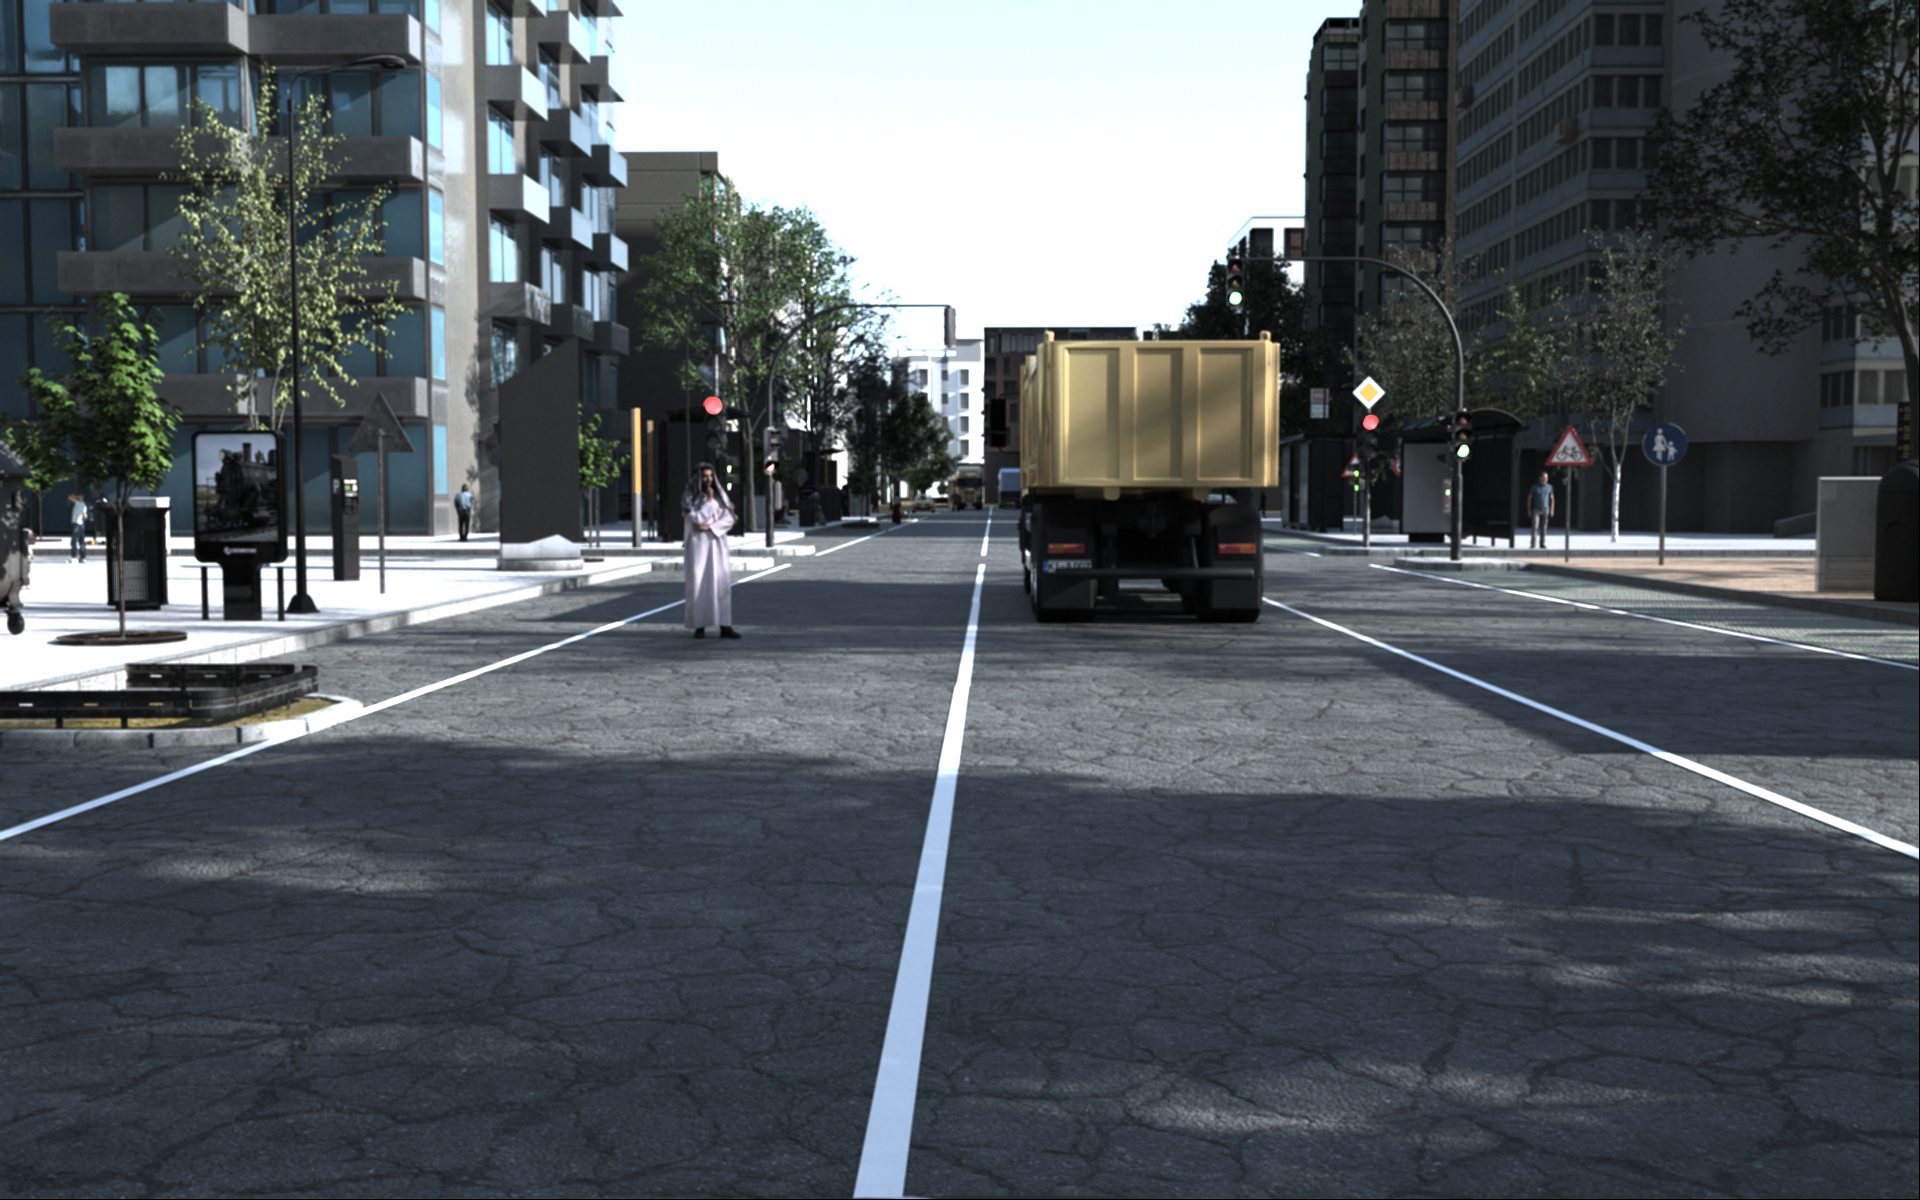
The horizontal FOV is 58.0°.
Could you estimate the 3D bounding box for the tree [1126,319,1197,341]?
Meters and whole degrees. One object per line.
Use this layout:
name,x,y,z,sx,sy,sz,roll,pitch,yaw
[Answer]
tree,12.989,-10.745,101.432,9.928,11.665,9.643,0,3,0

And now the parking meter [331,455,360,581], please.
parking meter,-9.082,-1.217,25.602,0.399,1.863,0.255,3,5,43

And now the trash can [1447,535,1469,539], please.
trash can,14.241,-2.313,49.466,0.748,1.137,0.748,0,3,0

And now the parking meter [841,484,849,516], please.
parking meter,-6.569,-5.720,99.231,0.399,1.863,0.255,2,4,34

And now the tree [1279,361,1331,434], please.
tree,17.462,-8.428,88.156,4.737,8.622,4.395,0,3,0

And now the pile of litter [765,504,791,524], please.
pile of litter,-7.711,-3.635,73.394,1.719,0.858,1.176,3,4,38

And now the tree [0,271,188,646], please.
tree,-7.294,-1.257,15.153,1.663,3.219,1.824,0,3,0

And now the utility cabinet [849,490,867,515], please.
utility cabinet,-6.128,-5.795,103.427,1.173,1.500,0.318,0,4,-3

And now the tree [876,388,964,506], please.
tree,-4.748,-16.563,187.805,9.611,12.733,9.660,0,3,0

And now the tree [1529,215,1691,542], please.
tree,17.404,-5.849,45.994,4.360,8.622,3.978,0,3,0

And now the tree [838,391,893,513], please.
tree,-6.239,-10.232,117.654,4.360,8.622,3.978,0,3,0

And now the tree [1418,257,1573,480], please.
tree,17.332,-6.371,54.528,4.737,8.622,4.395,0,3,0

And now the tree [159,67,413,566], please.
tree,-12.256,-4.929,30.949,4.737,8.622,4.395,0,3,0

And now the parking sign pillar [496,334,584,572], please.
parking sign pillar,-7.108,-2.492,29.218,1.447,3.967,1.447,-1,4,-20

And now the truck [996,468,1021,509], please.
truck,5.368,-11.234,173.441,2.967,4.110,18.799,0,4,-1

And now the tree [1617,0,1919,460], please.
tree,12.247,-5.333,21.610,8.767,10.594,7.601,3,5,42

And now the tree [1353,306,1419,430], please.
tree,17.220,-7.045,65.555,4.737,8.622,4.395,0,3,0

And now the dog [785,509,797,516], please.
dog,-9.874,-5.092,100.984,0.748,0.427,0.550,2,4,34

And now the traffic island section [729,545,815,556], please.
traffic island section,-4.597,-1.189,41.728,2.009,0.180,2.903,0,4,1

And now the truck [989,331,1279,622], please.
truck,2.133,-1.655,22.991,3.469,3.379,9.791,0,4,1

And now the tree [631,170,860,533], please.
tree,-7.098,-8.026,56.974,9.928,11.665,9.643,0,3,0

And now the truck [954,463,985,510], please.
truck,0.902,-10.446,159.706,2.839,4.237,11.283,0,4,1

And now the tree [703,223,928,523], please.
tree,-6.454,-10.232,77.669,12.009,13.543,11.850,0,3,0

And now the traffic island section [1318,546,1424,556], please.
traffic island section,9.742,-1.172,41.446,2.009,0.180,2.903,0,4,1

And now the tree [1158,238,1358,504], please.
tree,13.050,-9.827,77.674,9.611,12.733,9.660,0,3,0

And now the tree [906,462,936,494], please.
tree,-3.949,-11.796,176.580,4.285,4.588,4.351,0,3,0

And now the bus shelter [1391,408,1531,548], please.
bus shelter,12.396,-3.023,43.350,2.014,3.302,5.546,0,4,1

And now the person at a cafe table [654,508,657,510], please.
person at a cafe table,-10.834,-3.425,66.862,1.698,1.238,1.726,-2,4,-33

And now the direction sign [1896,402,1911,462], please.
direction sign,23.351,-3.082,42.380,0.379,3.537,0.876,-3,4,-36

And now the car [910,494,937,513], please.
car,-2.743,-7.364,130.629,2.015,1.641,3.980,0,4,0

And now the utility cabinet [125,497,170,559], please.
utility cabinet,-16.103,-1.416,34.313,1.020,1.237,0.306,2,4,30

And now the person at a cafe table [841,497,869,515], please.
person at a cafe table,-6.663,-6.090,110.435,1.726,1.238,1.698,0,4,3

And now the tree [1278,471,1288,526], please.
tree,13.445,-4.567,69.277,1.663,3.219,1.824,0,3,0

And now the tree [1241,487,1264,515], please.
tree,18.920,-9.671,108.476,4.360,8.622,3.978,0,3,0

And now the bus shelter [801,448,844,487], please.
bus shelter,-7.266,-6.157,91.945,1.731,3.624,6.357,0,4,1

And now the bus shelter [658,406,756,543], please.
bus shelter,-6.978,-3.491,48.354,1.731,3.624,6.357,0,4,1

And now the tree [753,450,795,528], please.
tree,-6.998,-4.361,65.902,1.663,3.219,1.824,0,3,0

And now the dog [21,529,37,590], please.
dog,-12.703,-0.553,23.417,0.513,0.831,0.800,-1,4,-20

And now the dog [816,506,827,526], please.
dog,-5.630,-3.390,69.814,0.513,0.831,0.800,0,4,6

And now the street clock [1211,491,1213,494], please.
street clock,13.380,-5.351,92.060,0.358,2.002,0.471,-3,5,-44

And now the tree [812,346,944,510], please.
tree,-6.088,-10.639,108.360,7.601,10.594,8.767,3,4,38

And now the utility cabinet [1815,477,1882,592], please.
utility cabinet,11.730,-0.837,22.366,1.173,1.500,0.318,1,4,17

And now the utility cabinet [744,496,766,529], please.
utility cabinet,-7.676,-3.218,63.779,1.020,1.237,0.306,1,4,20

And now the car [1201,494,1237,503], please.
car,6.413,-2.056,45.418,2.131,1.459,4.920,0,4,1

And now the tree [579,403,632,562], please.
tree,-7.295,-2.329,32.683,1.663,3.219,1.824,0,3,0

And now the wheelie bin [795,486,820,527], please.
wheelie bin,-5.973,-3.673,67.959,0.980,1.594,0.693,0,4,-2

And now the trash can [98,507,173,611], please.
trash can,-9.087,-0.457,19.118,0.748,1.137,0.748,0,3,0

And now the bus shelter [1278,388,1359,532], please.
bus shelter,12.862,-5.238,63.269,2.179,5.291,8.768,0,4,1

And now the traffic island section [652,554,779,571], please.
traffic island section,-4.751,-0.701,33.745,2.009,0.180,2.903,0,4,1

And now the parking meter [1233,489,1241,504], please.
parking meter,14.332,-5.124,89.483,0.399,1.863,0.255,1,4,14

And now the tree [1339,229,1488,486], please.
tree,12.930,-6.021,48.799,4.360,8.622,3.978,0,3,0

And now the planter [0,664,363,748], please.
planter,-4.875,0.634,10.770,1.991,0.319,1.994,0,4,1

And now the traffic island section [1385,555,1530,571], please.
traffic island section,9.587,-0.684,33.463,2.009,0.180,2.903,0,4,1

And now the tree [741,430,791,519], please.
tree,-10.385,-6.462,89.375,4.285,4.588,4.351,0,3,0

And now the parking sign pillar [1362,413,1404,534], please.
parking sign pillar,13.664,-4.106,55.600,1.447,3.967,1.447,-2,4,-26

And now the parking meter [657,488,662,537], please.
parking meter,-8.947,-2.678,52.193,0.372,1.533,0.369,0,3,0
